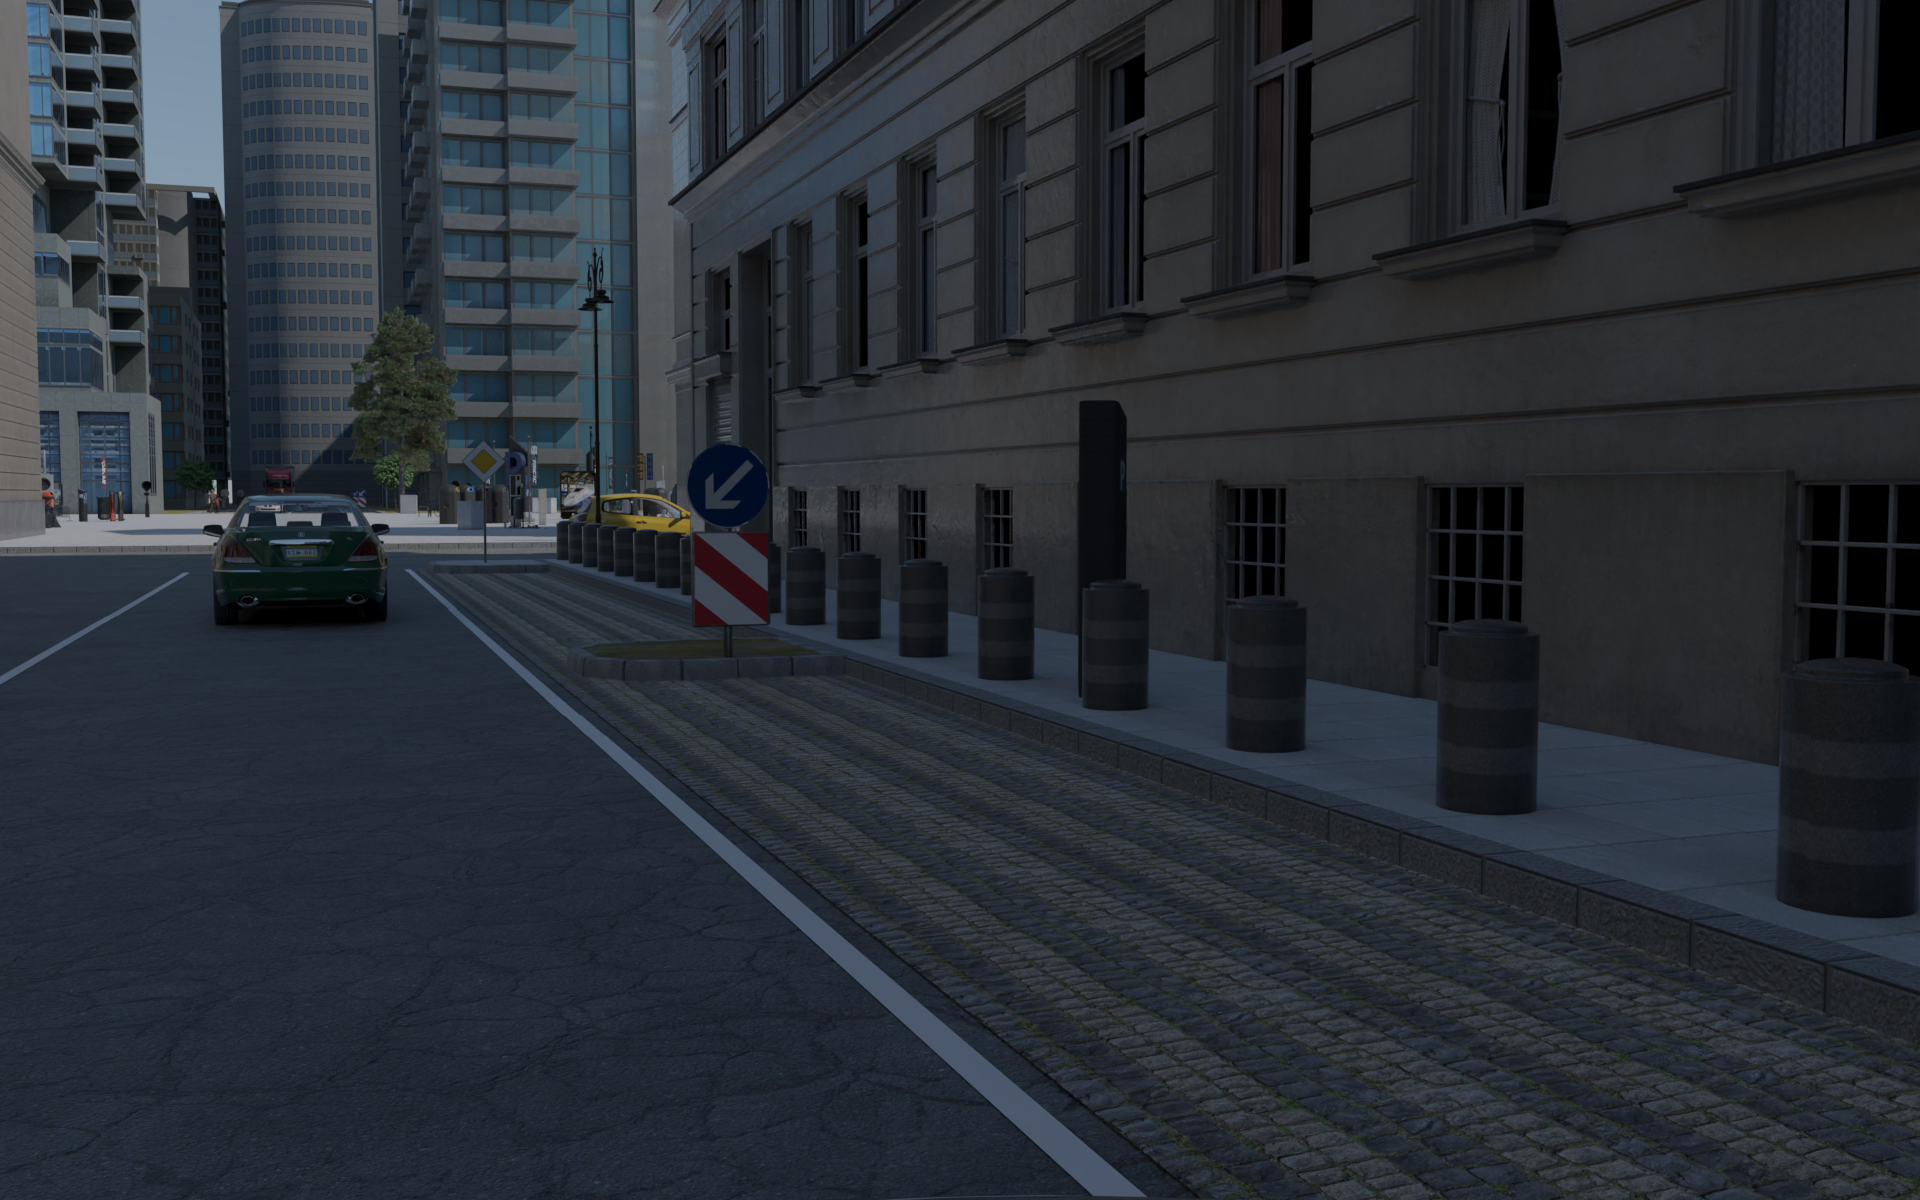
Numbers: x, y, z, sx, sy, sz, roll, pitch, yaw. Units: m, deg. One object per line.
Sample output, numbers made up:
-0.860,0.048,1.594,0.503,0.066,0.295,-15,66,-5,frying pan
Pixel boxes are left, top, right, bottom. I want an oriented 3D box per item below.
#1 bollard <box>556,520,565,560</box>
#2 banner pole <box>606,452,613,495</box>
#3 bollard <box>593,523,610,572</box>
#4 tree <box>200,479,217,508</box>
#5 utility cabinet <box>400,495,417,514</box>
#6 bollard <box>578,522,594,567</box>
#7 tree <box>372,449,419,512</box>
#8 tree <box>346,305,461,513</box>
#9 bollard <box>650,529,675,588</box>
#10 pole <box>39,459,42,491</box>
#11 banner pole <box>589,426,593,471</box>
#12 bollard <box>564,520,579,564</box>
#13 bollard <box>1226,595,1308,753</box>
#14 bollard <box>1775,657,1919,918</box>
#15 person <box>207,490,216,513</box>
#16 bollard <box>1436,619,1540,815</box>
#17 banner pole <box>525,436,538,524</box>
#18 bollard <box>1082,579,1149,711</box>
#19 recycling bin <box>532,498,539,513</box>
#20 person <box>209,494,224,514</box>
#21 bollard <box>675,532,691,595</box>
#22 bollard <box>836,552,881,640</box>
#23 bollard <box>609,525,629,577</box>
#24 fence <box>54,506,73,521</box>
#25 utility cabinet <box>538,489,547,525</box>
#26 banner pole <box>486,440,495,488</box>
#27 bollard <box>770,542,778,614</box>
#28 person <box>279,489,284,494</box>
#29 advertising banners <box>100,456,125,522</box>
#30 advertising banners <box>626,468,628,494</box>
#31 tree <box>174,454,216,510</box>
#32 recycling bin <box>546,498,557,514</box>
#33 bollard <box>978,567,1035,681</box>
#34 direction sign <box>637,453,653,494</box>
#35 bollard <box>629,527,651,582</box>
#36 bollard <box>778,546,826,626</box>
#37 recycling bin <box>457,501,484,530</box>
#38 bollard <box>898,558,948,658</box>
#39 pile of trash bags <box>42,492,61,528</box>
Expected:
-7.660,-1.164,33.748,0.404,0.777,0.398,0,3,0,bollard
-20.807,-6.895,102.753,0.863,3.779,0.401,3,5,42,banner pole
-5.812,-0.858,28.738,0.404,0.777,0.398,0,3,0,bollard
-70.426,-10.287,162.800,1.663,3.219,1.824,0,3,0,tree
-35.681,-6.174,112.105,1.020,1.237,0.306,0,4,-6,utility cabinet
-6.428,-0.961,30.424,0.404,0.777,0.398,0,3,0,bollard
-40.649,-8.633,124.862,4.285,4.588,4.351,0,3,0,tree
-37.568,-12.820,117.029,7.806,13.903,7.818,0,3,0,tree
-3.973,-0.552,23.741,0.404,0.777,0.398,0,3,0,bollard
-39.374,-4.904,74.027,0.158,3.312,0.155,0,3,0,pole
-13.445,-4.480,63.268,0.401,3.779,0.863,-1,4,-18,banner pole
-7.047,-1.062,32.086,0.404,0.777,0.398,0,3,0,bollard
1.548,0.365,8.749,0.404,0.777,0.398,0,3,0,bollard
2.777,0.569,5.409,0.404,0.777,0.398,0,3,0,bollard
-55.861,-7.373,129.595,0.434,1.755,0.990,3,5,39,person
2.160,0.467,7.086,0.404,0.777,0.398,0,3,0,bollard
-18.442,-5.178,74.681,0.401,3.779,0.863,2,4,25,banner pole
0.935,0.263,10.415,0.404,0.777,0.398,0,3,0,bollard
-28.486,-6.368,116.674,0.722,1.027,0.722,-1,4,-19,recycling bin
-49.709,-6.367,115.855,1.065,1.426,0.557,0,4,4,person
-3.360,-0.450,22.069,0.404,0.777,0.398,0,3,0,bollard
-0.900,-0.042,15.404,0.404,0.777,0.398,0,3,0,bollard
-5.206,-0.756,27.074,0.404,0.777,0.398,0,3,0,bollard
-43.406,-4.169,83.537,2.069,0.683,0.278,3,4,39,fence
-17.384,-3.878,72.080,0.318,1.500,1.173,-1,4,-13,utility cabinet
-21.842,-5.539,80.581,0.401,3.779,0.863,2,4,31,banner pole
-2.133,-0.246,18.737,0.404,0.777,0.398,0,3,0,bollard
-49.549,-7.216,126.613,1.348,1.807,0.705,0,4,-5,person
-39.634,-5.186,80.975,0.090,3.025,2.074,0,4,1,advertising banners
-20.257,-6.676,105.347,0.090,3.025,2.074,-1,4,-13,advertising banners
-63.110,-9.730,142.806,4.285,4.588,4.351,0,3,0,tree
-26.945,-6.180,113.598,0.722,1.027,0.722,1,4,16,recycling bin
0.321,0.161,12.077,0.404,0.777,0.398,0,3,0,bollard
-17.426,-6.354,95.892,0.876,3.537,0.379,0,4,-4,direction sign
-4.585,-0.654,25.404,0.404,0.777,0.398,0,3,0,bollard
-1.523,-0.144,17.074,0.404,0.777,0.398,0,3,0,bollard
-17.636,-3.057,62.528,0.722,1.027,0.722,2,4,30,recycling bin
-0.290,0.060,13.740,0.404,0.777,0.398,0,3,0,bollard
-35.196,-3.433,65.885,1.912,1.369,3.447,-1,4,-11,pile of trash bags
